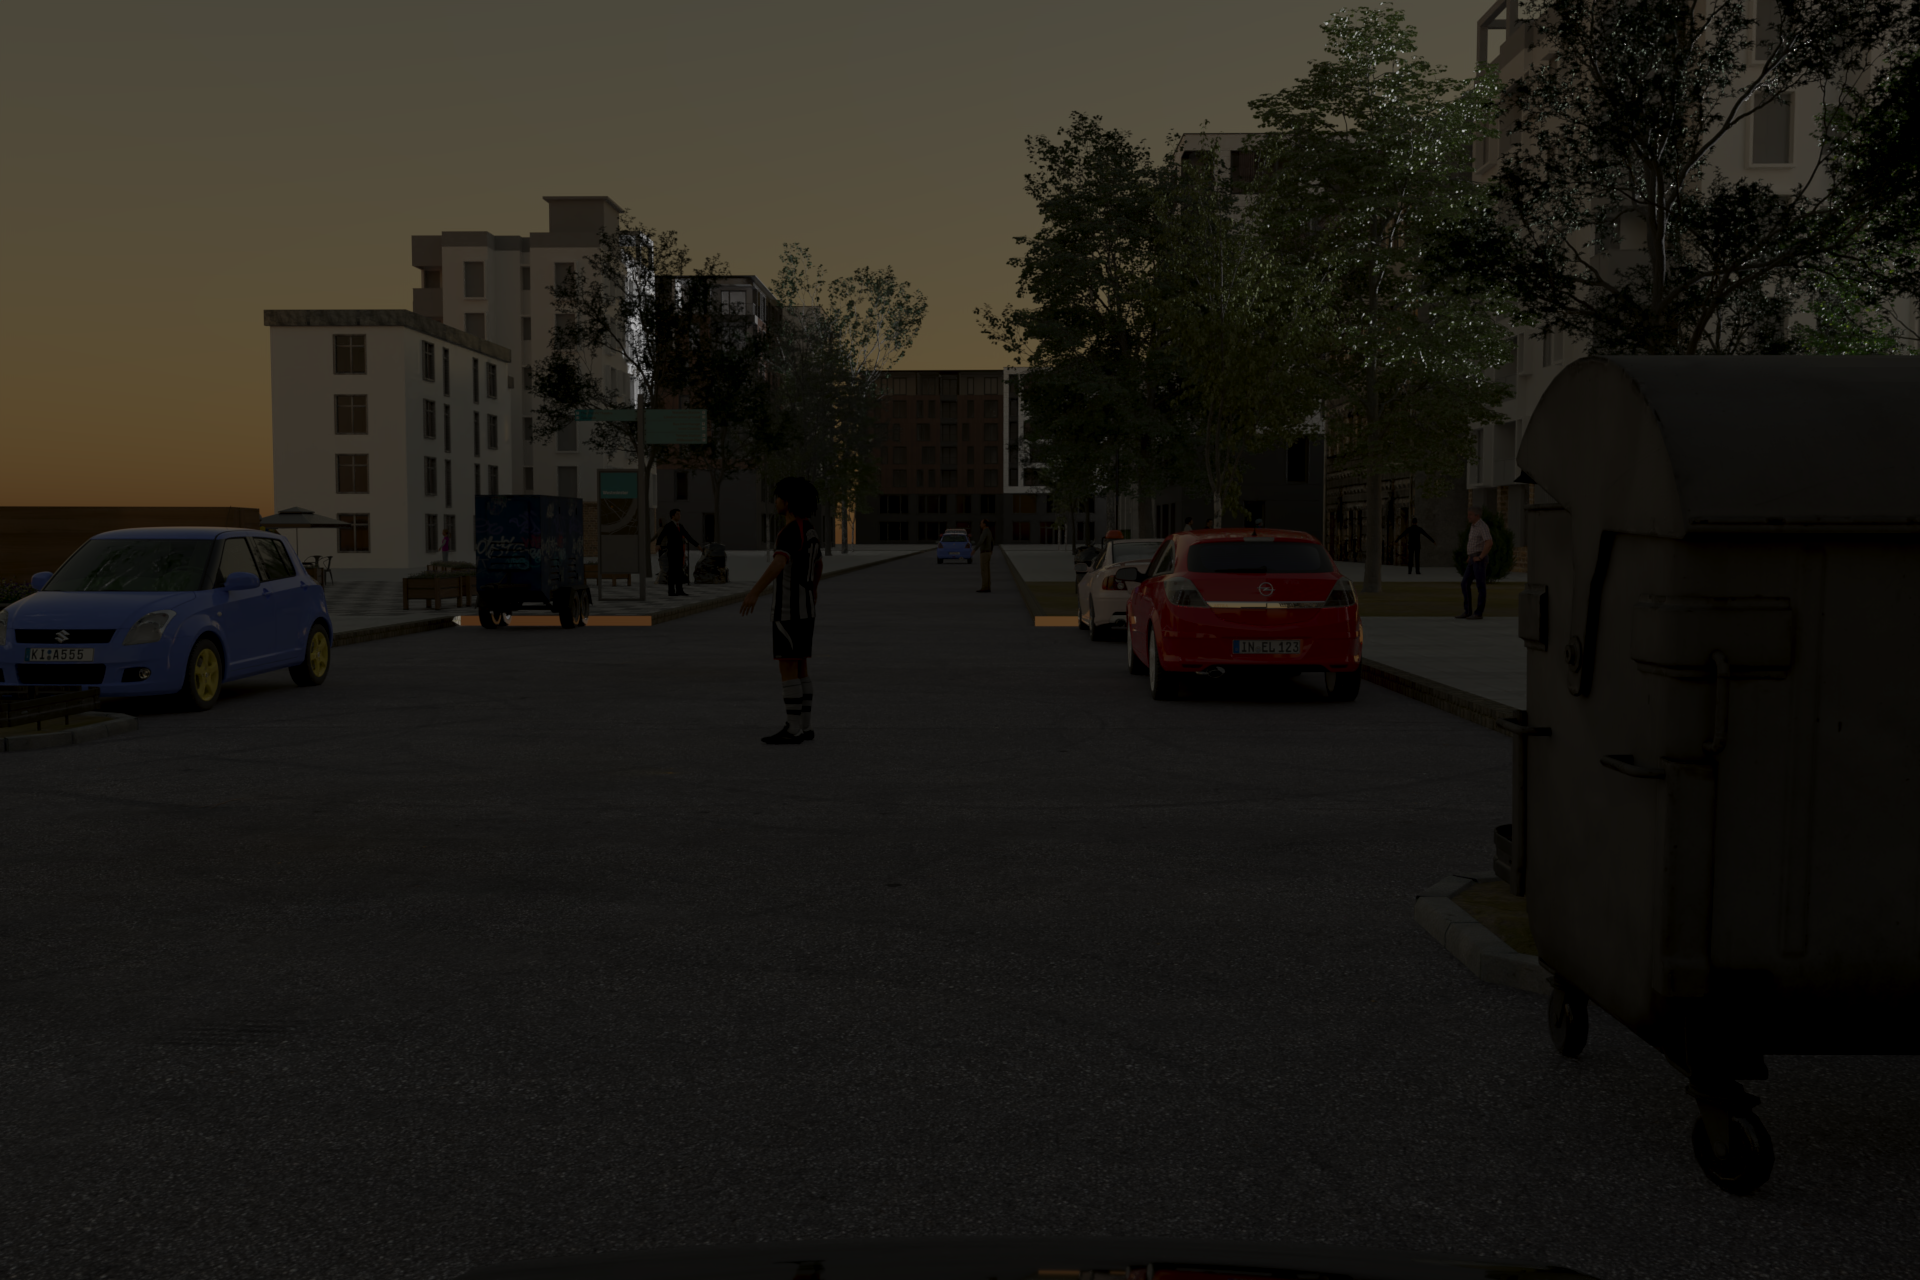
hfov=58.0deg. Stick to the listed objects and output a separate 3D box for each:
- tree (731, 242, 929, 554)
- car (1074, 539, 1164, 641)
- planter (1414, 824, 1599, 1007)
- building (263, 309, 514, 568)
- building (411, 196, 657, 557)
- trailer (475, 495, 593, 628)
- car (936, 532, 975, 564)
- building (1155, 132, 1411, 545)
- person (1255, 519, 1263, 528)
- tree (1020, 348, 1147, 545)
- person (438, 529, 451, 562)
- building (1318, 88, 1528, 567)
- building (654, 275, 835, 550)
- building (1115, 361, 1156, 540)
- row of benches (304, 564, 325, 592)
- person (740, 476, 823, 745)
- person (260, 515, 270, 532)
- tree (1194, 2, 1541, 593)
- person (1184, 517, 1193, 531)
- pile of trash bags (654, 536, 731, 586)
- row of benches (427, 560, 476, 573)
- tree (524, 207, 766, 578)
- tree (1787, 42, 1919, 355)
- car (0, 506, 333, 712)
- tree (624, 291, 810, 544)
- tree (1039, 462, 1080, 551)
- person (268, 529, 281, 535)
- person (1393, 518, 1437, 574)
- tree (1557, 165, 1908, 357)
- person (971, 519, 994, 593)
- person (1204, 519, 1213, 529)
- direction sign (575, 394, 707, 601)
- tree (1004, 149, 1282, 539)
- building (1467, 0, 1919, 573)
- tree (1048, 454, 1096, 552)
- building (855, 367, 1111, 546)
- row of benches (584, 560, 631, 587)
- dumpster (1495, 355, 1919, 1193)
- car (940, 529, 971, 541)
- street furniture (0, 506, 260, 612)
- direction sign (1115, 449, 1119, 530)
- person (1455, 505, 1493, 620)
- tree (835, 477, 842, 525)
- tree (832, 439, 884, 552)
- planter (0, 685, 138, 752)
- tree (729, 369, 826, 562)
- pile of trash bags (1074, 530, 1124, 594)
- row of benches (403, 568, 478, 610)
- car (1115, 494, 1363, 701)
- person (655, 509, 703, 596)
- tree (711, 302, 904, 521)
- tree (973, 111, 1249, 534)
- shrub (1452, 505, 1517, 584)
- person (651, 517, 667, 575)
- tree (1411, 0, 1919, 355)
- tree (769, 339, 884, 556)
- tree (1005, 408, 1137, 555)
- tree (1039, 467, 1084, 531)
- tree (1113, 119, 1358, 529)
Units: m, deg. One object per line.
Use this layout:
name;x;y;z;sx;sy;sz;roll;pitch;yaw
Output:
tree;-8.755;-15.761;113.583;12.611;20.169;13.585;0;3;0
car;2.682;-0.744;24.521;2.083;1.381;4.827;0;4;1
planter;2.672;0.925;6.024;1.991;0.319;1.994;0;4;1
building;-24.928;-8.365;78.917;9.099;9.664;28.070;0;4;1
building;-24.664;-14.801;98.422;16.016;20.090;11.380;0;4;1
trailer;-6.541;-1.151;25.865;1.471;1.999;3.904;0;4;1
car;-0.236;-4.579;84.450;1.945;1.707;3.694;0;4;1
building;25.566;-15.946;104.696;27.936;21.610;32.646;0;4;1
person;10.492;-3.336;60.662;0.704;1.817;1.347;-1;4;-12
tree;6.954;-10.404;95.860;9.928;11.665;9.643;0;3;0
person;-15.345;-2.580;51.444;0.599;1.433;0.991;0;4;-5
building;26.875;-14.927;74.982;19.493;23.208;18.063;0;4;1
building;-26.396;-18.921;153.340;27.936;21.610;32.646;0;4;1
building;25.482;-19.449;184.455;16.747;18.905;31.486;0;4;1
row of benches;-16.056;-1.362;37.733;4.104;0.672;1.422;0;4;-7
person;-1.169;-0.202;11.911;0.704;1.843;1.345;1;4;14
person;-16.478;-2.086;40.572;1.216;1.772;0.721;-3;5;-40
tree;8.958;-7.347;38.243;7.486;12.596;7.792;0;3;0
person;7.217;-2.951;54.436;0.705;1.806;1.347;0;4;2
pile of trash bags;-6.963;-2.122;44.448;1.912;1.369;3.447;0;4;1
row of benches;-11.634;-1.485;39.740;1.422;0.672;4.104;-2;4;-24
tree;-9.433;-7.103;50.539;8.767;10.594;7.601;2;4;35
tree;20.107;-6.602;33.702;9.928;11.665;9.643;0;3;0
car;-6.901;-0.337;15.100;1.945;1.707;3.694;0;4;1
tree;-9.447;-8.012;65.413;8.767;10.594;7.601;2;4;34
tree;7.848;-11.197;133.436;4.737;8.622;4.395;0;3;0
person;-22.911;-3.149;57.258;0.705;1.858;1.354;3;5;40
person;14.465;-2.990;55.115;1.346;1.802;0.704;2;4;23
tree;19.620;-6.659;43.294;8.767;10.594;7.601;0;4;-1
person;0.597;-2.067;42.530;0.705;1.796;1.348;1;4;21
person;8.764;-3.340;60.741;0.704;1.812;1.346;3;5;40
direction sign;-6.068;-2.747;33.673;2.525;3.948;1.411;0;4;2
tree;6.003;-9.163;56.475;9.857;13.997;8.962;0;3;0
building;23.674;-12.540;61.446;16.016;20.090;11.380;0;4;2
tree;7.568;-10.791;126.788;4.360;8.622;3.978;0;3;0
building;3.785;-23.105;224.192;32.646;21.610;27.936;0;4;3
row of benches;-10.040;-1.710;43.416;4.104;0.672;1.422;2;4;30
dumpster;2.381;0.244;4.229;1.865;1.857;1.264;0;4;1
car;-0.307;-7.145;125.501;2.281;1.827;5.304;0;4;1
street furniture;-15.992;-1.343;28.811;9.812;1.723;11.010;-1;4;-10
direction sign;4.197;-3.323;46.334;0.379;3.537;0.876;0;4;2
person;7.710;-1.163;26.000;0.436;1.711;0.756;0;4;5
tree;-19.147;-19.399;223.836;9.857;13.997;8.962;0;3;0
tree;-7.755;-10.570;123.178;4.360;8.622;3.978;0;3;0
planter;-7.015;0.547;12.204;1.991;0.319;1.994;0;4;1
tree;-8.896;-7.816;78.160;4.360;8.622;3.978;0;3;0
pile of trash bags;3.386;-1.672;37.082;1.912;1.369;3.447;0;4;0
row of benches;-8.912;-0.950;31.001;1.422;0.672;4.104;0;4;5
car;2.577;-0.450;16.396;2.155;1.783;4.494;0;4;1
person;-5.855;-1.811;35.803;0.705;1.806;1.347;2;4;34
tree;-8.073;-11.077;91.482;12.009;13.543;11.850;0;3;0
tree;6.969;-13.486;76.382;12.611;20.169;13.585;0;3;0
shrub;13.537;-2.486;44.687;1.661;2.075;1.752;0;3;0
person;-9.245;-2.913;53.762;0.705;1.813;1.348;-3;5;-44
tree;9.393;-5.360;22.041;7.601;10.594;8.767;-1;4;-23
tree;-8.143;-11.212;101.435;7.486;12.596;7.792;0;3;0
tree;7.007;-10.479;105.742;8.767;10.594;7.601;0;3;0
tree;7.759;-10.437;121.013;4.737;8.622;4.395;0;3;0
tree;4.977;-4.976;31.724;4.737;8.622;4.395;0;3;0
